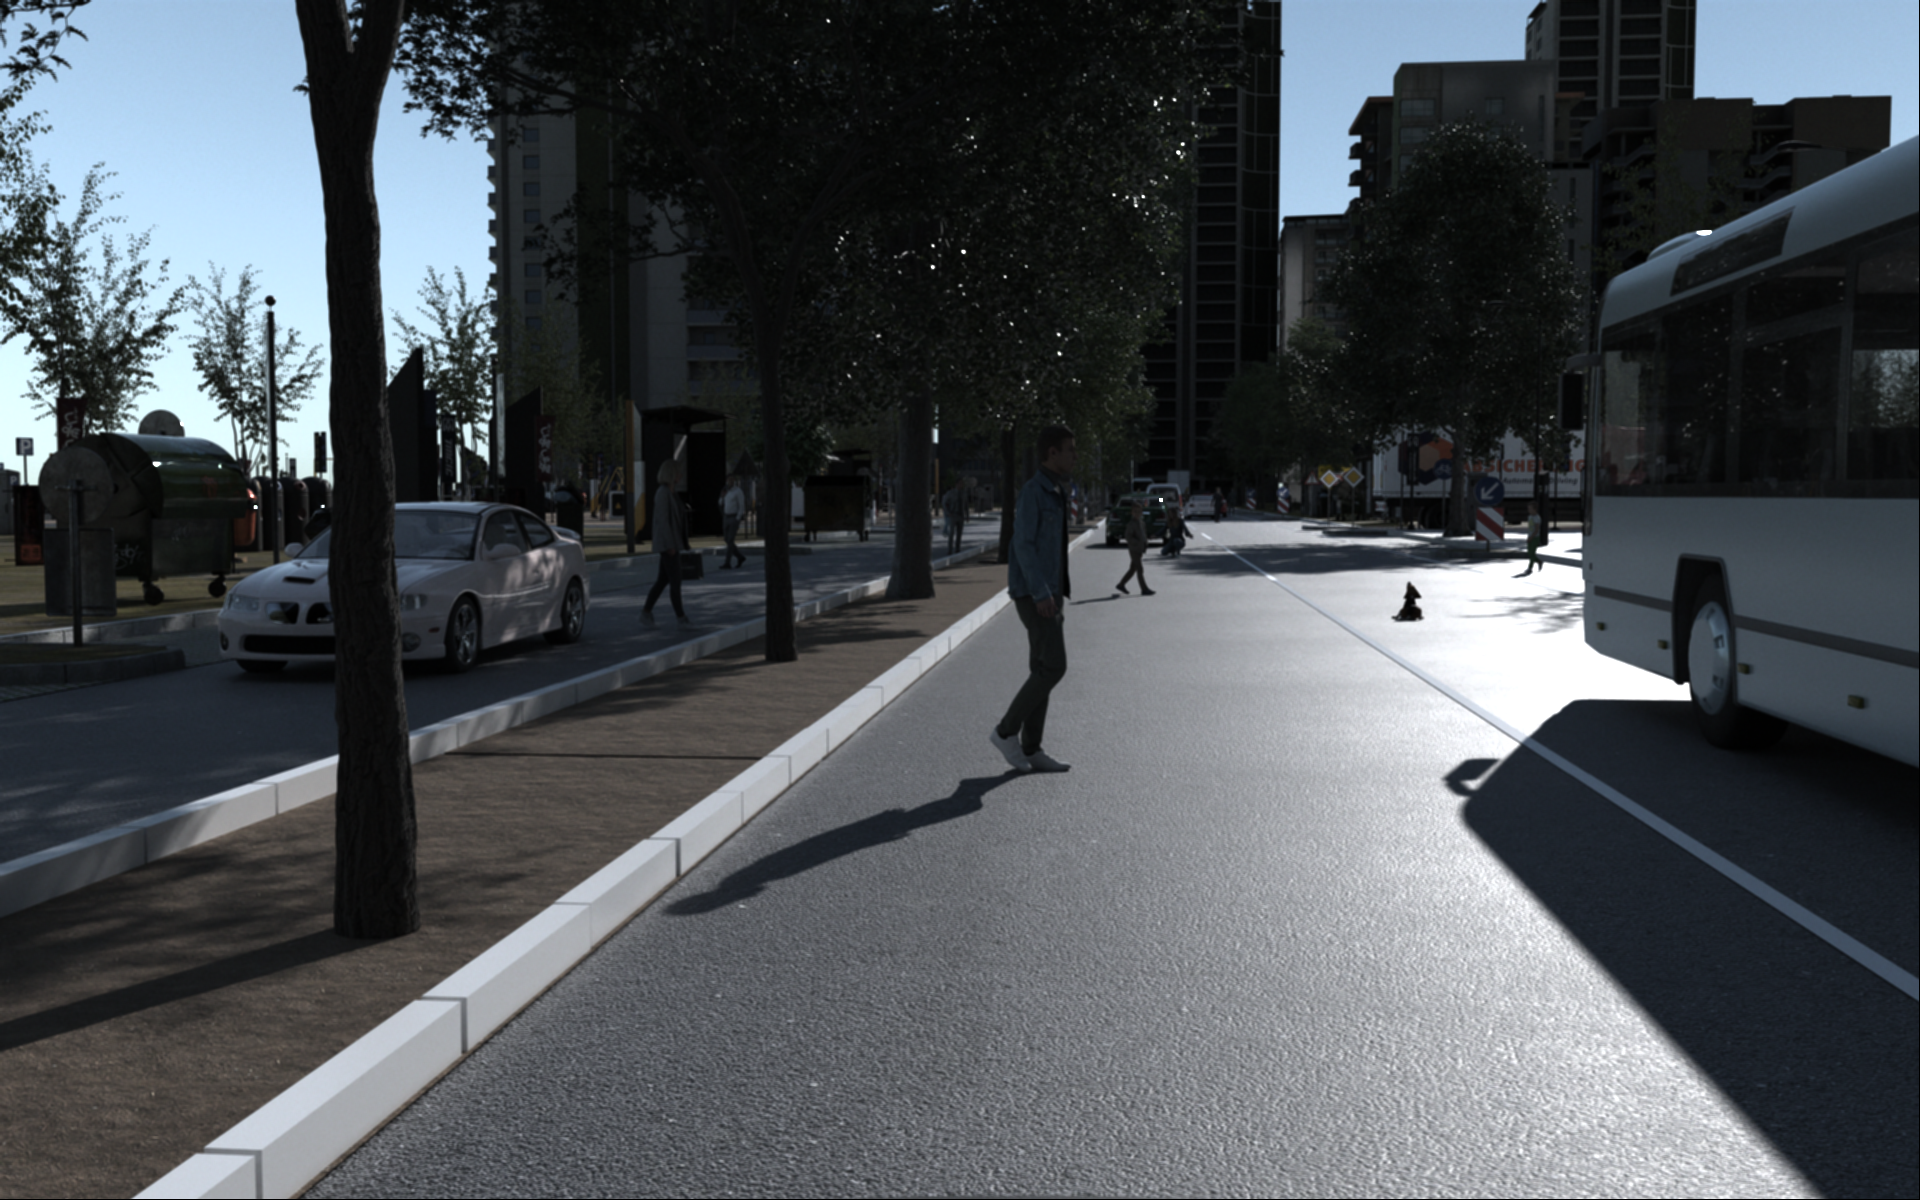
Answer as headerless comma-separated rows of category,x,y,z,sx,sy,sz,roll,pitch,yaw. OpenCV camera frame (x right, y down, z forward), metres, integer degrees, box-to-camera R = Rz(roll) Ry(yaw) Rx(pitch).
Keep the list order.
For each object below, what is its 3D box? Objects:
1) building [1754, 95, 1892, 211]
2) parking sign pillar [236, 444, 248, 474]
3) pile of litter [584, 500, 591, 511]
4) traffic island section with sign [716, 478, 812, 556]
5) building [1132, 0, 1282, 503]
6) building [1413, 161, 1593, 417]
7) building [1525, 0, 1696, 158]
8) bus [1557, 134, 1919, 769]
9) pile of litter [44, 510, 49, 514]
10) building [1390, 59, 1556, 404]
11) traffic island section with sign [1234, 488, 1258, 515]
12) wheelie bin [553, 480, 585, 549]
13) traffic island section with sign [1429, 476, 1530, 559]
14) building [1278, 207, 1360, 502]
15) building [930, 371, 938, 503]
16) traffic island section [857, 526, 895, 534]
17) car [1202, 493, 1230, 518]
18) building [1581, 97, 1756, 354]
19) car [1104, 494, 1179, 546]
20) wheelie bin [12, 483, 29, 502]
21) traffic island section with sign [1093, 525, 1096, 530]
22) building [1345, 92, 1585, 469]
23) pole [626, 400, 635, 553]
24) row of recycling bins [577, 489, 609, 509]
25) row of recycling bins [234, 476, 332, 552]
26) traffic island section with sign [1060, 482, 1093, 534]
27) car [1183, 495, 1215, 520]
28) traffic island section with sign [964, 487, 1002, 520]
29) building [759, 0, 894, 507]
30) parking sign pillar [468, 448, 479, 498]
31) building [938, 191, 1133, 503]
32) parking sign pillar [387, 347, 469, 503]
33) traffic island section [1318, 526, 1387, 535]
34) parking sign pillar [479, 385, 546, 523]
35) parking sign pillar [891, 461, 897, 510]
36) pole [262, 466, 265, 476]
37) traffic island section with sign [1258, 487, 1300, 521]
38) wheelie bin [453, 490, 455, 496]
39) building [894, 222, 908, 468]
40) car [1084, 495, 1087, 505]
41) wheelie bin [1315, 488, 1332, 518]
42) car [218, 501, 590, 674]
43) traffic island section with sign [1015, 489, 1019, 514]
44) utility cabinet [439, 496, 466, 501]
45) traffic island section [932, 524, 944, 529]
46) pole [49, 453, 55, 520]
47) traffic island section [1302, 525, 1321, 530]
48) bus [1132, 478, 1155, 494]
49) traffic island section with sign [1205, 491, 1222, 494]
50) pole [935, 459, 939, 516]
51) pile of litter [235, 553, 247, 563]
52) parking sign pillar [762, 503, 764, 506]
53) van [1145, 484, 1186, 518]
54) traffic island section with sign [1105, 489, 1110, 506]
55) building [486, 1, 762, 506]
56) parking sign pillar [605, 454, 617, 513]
building,92.133,-33.159,192.256,14.200,45.320,14.600,0,4,6
parking sign pillar,-38.383,-6.375,92.704,1.447,3.967,1.447,-2,4,-27
pile of litter,-28.376,-7.154,130.927,1.719,0.858,1.176,1,4,21
traffic island section with sign,-4.580,-1.979,40.980,1.989,1.847,2.006,0,4,6
building,35.433,-49.629,249.680,20.611,71.187,20.563,0,4,6
building,46.995,-23.350,153.466,14.160,30.474,14.107,0,4,6
building,91.893,-49.310,244.473,20.611,71.187,20.563,0,4,6
bus,5.146,-0.731,6.811,2.948,3.499,13.247,0,4,6
pile of litter,-60.037,-6.060,113.047,1.719,0.858,1.176,2,4,33
building,48.515,-29.591,167.399,14.154,41.232,14.086,0,4,6
traffic island section with sign,20.200,-6.875,121.028,1.989,1.847,2.006,0,4,6
wheelie bin,-8.523,-1.829,37.806,0.693,1.594,0.980,-1,4,-12
traffic island section with sign,11.702,-1.866,39.145,1.989,1.847,2.006,0,4,6
building,52.728,-34.413,246.238,14.086,41.232,14.154,0,4,6
building,-16.080,-41.036,260.173,27.495,52.752,28.713,0,4,6
traffic island section,-2.563,-2.523,63.529,2.009,0.180,2.903,0,4,6
car,15.639,-6.016,107.405,2.155,1.783,4.494,0,4,7
building,77.961,-33.220,193.253,14.200,45.320,14.600,0,4,6
car,5.112,-2.274,48.976,2.131,1.459,4.920,0,4,8
wheelie bin,-26.933,-2.573,49.976,0.693,1.594,0.980,-3,4,-36
traffic island section with sign,4.506,-3.813,70.480,2.006,1.907,1.989,0,4,6
building,53.957,-32.639,188.279,22.147,44.769,28.867,0,4,6
pole,-7.165,-2.679,37.642,0.158,3.312,0.155,0,3,0
row of recycling bins,-31.787,-8.725,149.769,3.534,1.692,1.069,1,4,17
row of recycling bins,-15.646,-1.990,39.650,1.069,1.692,3.534,1,4,13
traffic island section with sign,3.732,-3.362,63.113,2.006,1.907,1.989,0,4,6
car,13.712,-5.261,98.382,2.083,1.381,4.827,0,4,4
traffic island section with sign,1.123,-5.338,95.911,1.989,1.847,2.006,0,4,6
building,-18.617,-37.911,161.844,21.231,58.520,28.212,0,4,6
parking sign pillar,-27.394,-6.692,97.891,1.447,3.967,1.447,1,4,10
building,11.184,-43.479,252.881,28.212,58.520,21.231,0,4,6
parking sign pillar,-10.331,-2.691,32.471,1.447,3.967,1.447,3,5,40
traffic island section,14.039,-2.418,61.807,2.009,0.180,2.903,0,4,6
parking sign pillar,-11.012,-3.339,43.066,1.447,3.967,1.447,0,4,-4
parking sign pillar,-5.206,-9.435,142.741,1.447,3.967,1.447,1,4,10
pole,-51.294,-8.185,127.674,0.158,3.312,0.155,0,3,0
traffic island section with sign,17.412,-5.235,94.217,1.989,1.847,2.006,0,4,6
wheelie bin,-41.722,-8.235,142.555,0.693,1.594,0.980,1,4,16
building,-15.053,-46.531,199.038,20.611,71.187,20.563,0,4,6
car,14.452,-11.500,200.393,2.083,1.381,4.827,0,4,5
wheelie bin,19.300,-5.144,92.014,0.693,1.594,0.980,-1,4,-15
car,-4.734,-0.186,15.401,2.083,1.381,4.827,0,4,5
traffic island section with sign,3.914,-6.978,122.721,1.989,1.847,2.006,0,4,6
utility cabinet,-18.741,-3.226,63.901,1.020,1.237,0.306,-3,5,-43
traffic island section,-1.739,-3.009,71.471,2.009,0.180,2.903,0,4,6
pole,-45.434,-5.678,86.683,0.158,3.312,0.155,0,3,0
traffic island section,14.863,-2.903,69.749,2.009,0.180,2.903,0,4,6
bus,21.992,-13.000,207.403,2.948,3.499,13.247,0,4,7
traffic island section with sign,25.428,-9.958,171.443,1.989,1.847,2.006,0,4,6
pole,-1.334,-6.493,100.009,0.158,3.312,0.155,0,3,0
pile of litter,-14.178,-1.139,32.595,1.719,0.858,1.176,3,5,42
parking sign pillar,-9.294,-5.972,86.121,1.447,3.967,1.447,-1,4,-9
van,8.332,-3.945,71.505,2.013,2.044,4.112,0,4,5
traffic island section with sign,12.255,-8.384,145.219,2.006,1.907,1.989,0,4,6
building,-39.476,-40.410,202.700,28.212,58.520,21.231,0,4,6
parking sign pillar,-23.229,-7.789,115.824,1.447,3.967,1.447,-1,4,-18
